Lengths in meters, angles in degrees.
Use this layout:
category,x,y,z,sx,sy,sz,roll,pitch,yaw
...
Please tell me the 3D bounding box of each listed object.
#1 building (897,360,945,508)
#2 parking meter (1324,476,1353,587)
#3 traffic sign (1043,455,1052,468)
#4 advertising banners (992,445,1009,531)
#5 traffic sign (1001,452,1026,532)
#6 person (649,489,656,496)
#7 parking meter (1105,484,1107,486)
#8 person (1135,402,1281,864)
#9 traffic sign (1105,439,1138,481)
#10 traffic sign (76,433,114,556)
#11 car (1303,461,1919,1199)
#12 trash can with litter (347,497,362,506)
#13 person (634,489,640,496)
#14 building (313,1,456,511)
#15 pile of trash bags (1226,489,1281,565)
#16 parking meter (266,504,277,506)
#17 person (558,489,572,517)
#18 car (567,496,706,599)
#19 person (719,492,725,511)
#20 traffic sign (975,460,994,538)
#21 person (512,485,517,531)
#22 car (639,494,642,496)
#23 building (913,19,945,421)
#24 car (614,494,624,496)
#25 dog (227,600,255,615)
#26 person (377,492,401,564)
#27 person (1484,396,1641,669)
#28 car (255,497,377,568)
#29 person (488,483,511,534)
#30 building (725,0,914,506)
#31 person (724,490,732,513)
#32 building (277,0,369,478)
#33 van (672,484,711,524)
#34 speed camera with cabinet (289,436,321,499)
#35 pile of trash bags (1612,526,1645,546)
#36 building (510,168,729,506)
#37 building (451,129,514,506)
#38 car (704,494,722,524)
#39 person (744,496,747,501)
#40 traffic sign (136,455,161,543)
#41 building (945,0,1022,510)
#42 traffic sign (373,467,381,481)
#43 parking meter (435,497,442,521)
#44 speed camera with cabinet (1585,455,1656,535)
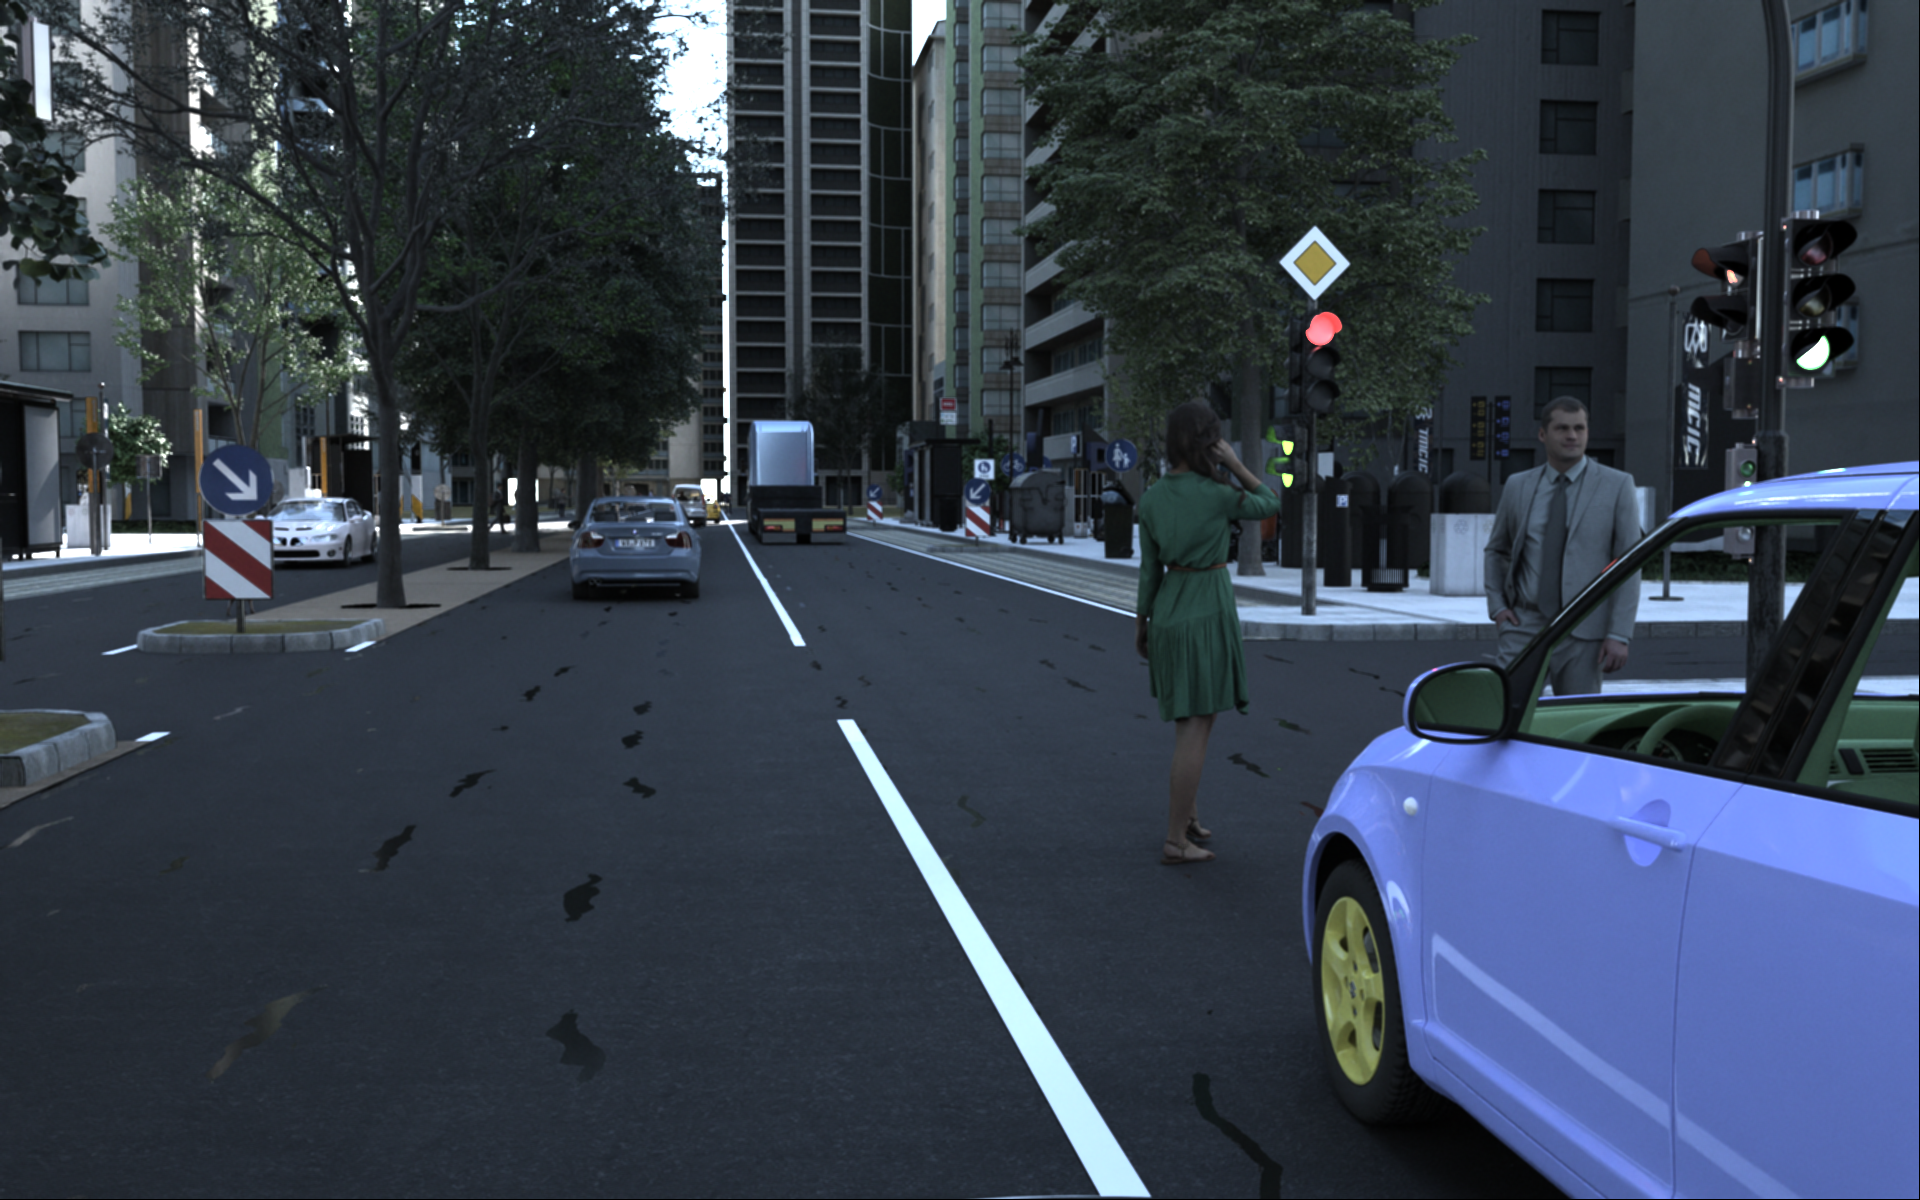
category,x,y,z,sx,sy,sz,roll,pitch,yaw
building,7.305,-50.974,146.100,22.319,86.520,31.000,-1,4,-8
parking meter,5.245,-0.955,24.023,0.372,1.533,0.369,0,3,0
traffic sign,2.601,-3.431,56.207,0.768,2.556,0.104,0,4,-7
advertising banners,1.427,-3.955,60.858,0.090,3.025,2.074,1,4,19
traffic sign,1.623,-3.237,53.024,0.768,2.556,0.104,0,4,-4
person,-27.474,-8.955,154.777,0.599,1.838,0.709,-1,4,-10
parking meter,3.830,-2.150,43.559,0.372,1.533,0.369,0,3,0
person,0.912,0.114,6.879,0.600,1.795,0.529,2,4,35
traffic sign,3.728,-2.451,40.183,0.768,2.556,0.104,0,4,-5
traffic sign,-17.916,-2.189,35.890,0.768,2.556,0.104,0,4,-4
car,1.840,0.406,2.959,1.945,1.707,3.694,0,4,-7
trash can with litter,-22.598,-3.286,65.115,1.055,1.170,0.624,-3,5,-43
person,-21.980,-6.633,117.043,1.348,1.812,0.705,0,4,-6
building,-55.562,-33.635,139.166,27.495,52.752,28.713,-1,4,-8
pile of trash bags,5.185,-1.393,32.526,1.912,1.369,3.447,-1,4,-13
parking meter,-19.673,-2.518,49.579,0.372,1.533,0.369,0,3,0
person,-24.545,-6.029,107.608,0.750,1.759,0.617,-3,5,-42
car,-4.666,-0.796,25.017,2.014,1.417,4.499,-1,4,-10
person,-20.176,-8.366,146.760,0.593,1.643,0.415,-1,4,-14
traffic sign,0.706,-2.970,50.690,0.606,2.300,0.079,0,4,-5
person,-17.131,-3.595,67.257,0.573,1.828,0.580,-3,4,-36
car,-29.360,-8.997,156.138,2.155,1.783,4.494,0,4,-7
building,8.221,-37.400,200.723,27.495,52.752,28.713,-1,4,-8
car,-25.591,-7.427,131.221,2.009,1.686,4.222,-1,4,-9
dog,-8.549,-0.079,20.579,0.406,0.507,0.540,-3,5,-41
person,-11.660,-1.637,35.439,0.511,1.800,0.466,2,4,24
person,2.351,0.107,6.846,0.635,1.810,0.391,2,4,27
car,-13.047,-1.388,35.063,2.083,1.381,4.827,-1,4,-9
person,-16.708,-3.313,62.632,0.822,1.834,0.622,0,4,-6
building,-15.563,-46.140,192.642,20.611,71.187,20.563,-1,4,-8
person,-17.076,-7.277,127.928,0.568,1.767,0.683,3,5,44
building,-47.705,-48.194,100.642,22.319,86.520,31.000,-1,4,-8
van,-12.515,-4.456,79.871,2.013,2.044,4.112,0,4,-8
speed camera with cabinet,-22.766,-4.027,60.179,0.660,3.252,2.038,0,4,-6
pile of trash bags,14.310,-1.680,37.224,3.447,1.369,1.912,1,4,12
building,-38.551,-30.882,196.798,23.993,40.220,32.217,-1,4,-8
building,-60.218,-34.455,187.037,21.600,48.544,21.300,-1,4,-8
car,-12.644,-4.561,84.792,2.015,1.641,3.980,-1,4,-9
person,-15.397,-7.253,127.802,1.217,1.743,0.721,-3,4,-37
traffic sign,-21.084,-2.624,45.030,0.606,2.300,0.079,0,4,-8
building,5.707,-26.932,123.938,14.154,41.232,14.086,-1,4,-8
traffic sign,-23.275,-4.281,69.993,0.884,2.594,0.081,0,4,-1
parking meter,-24.944,-4.563,83.015,0.372,1.533,0.369,0,3,0
speed camera with cabinet,15.164,-2.826,40.534,2.038,3.252,0.660,3,5,42
